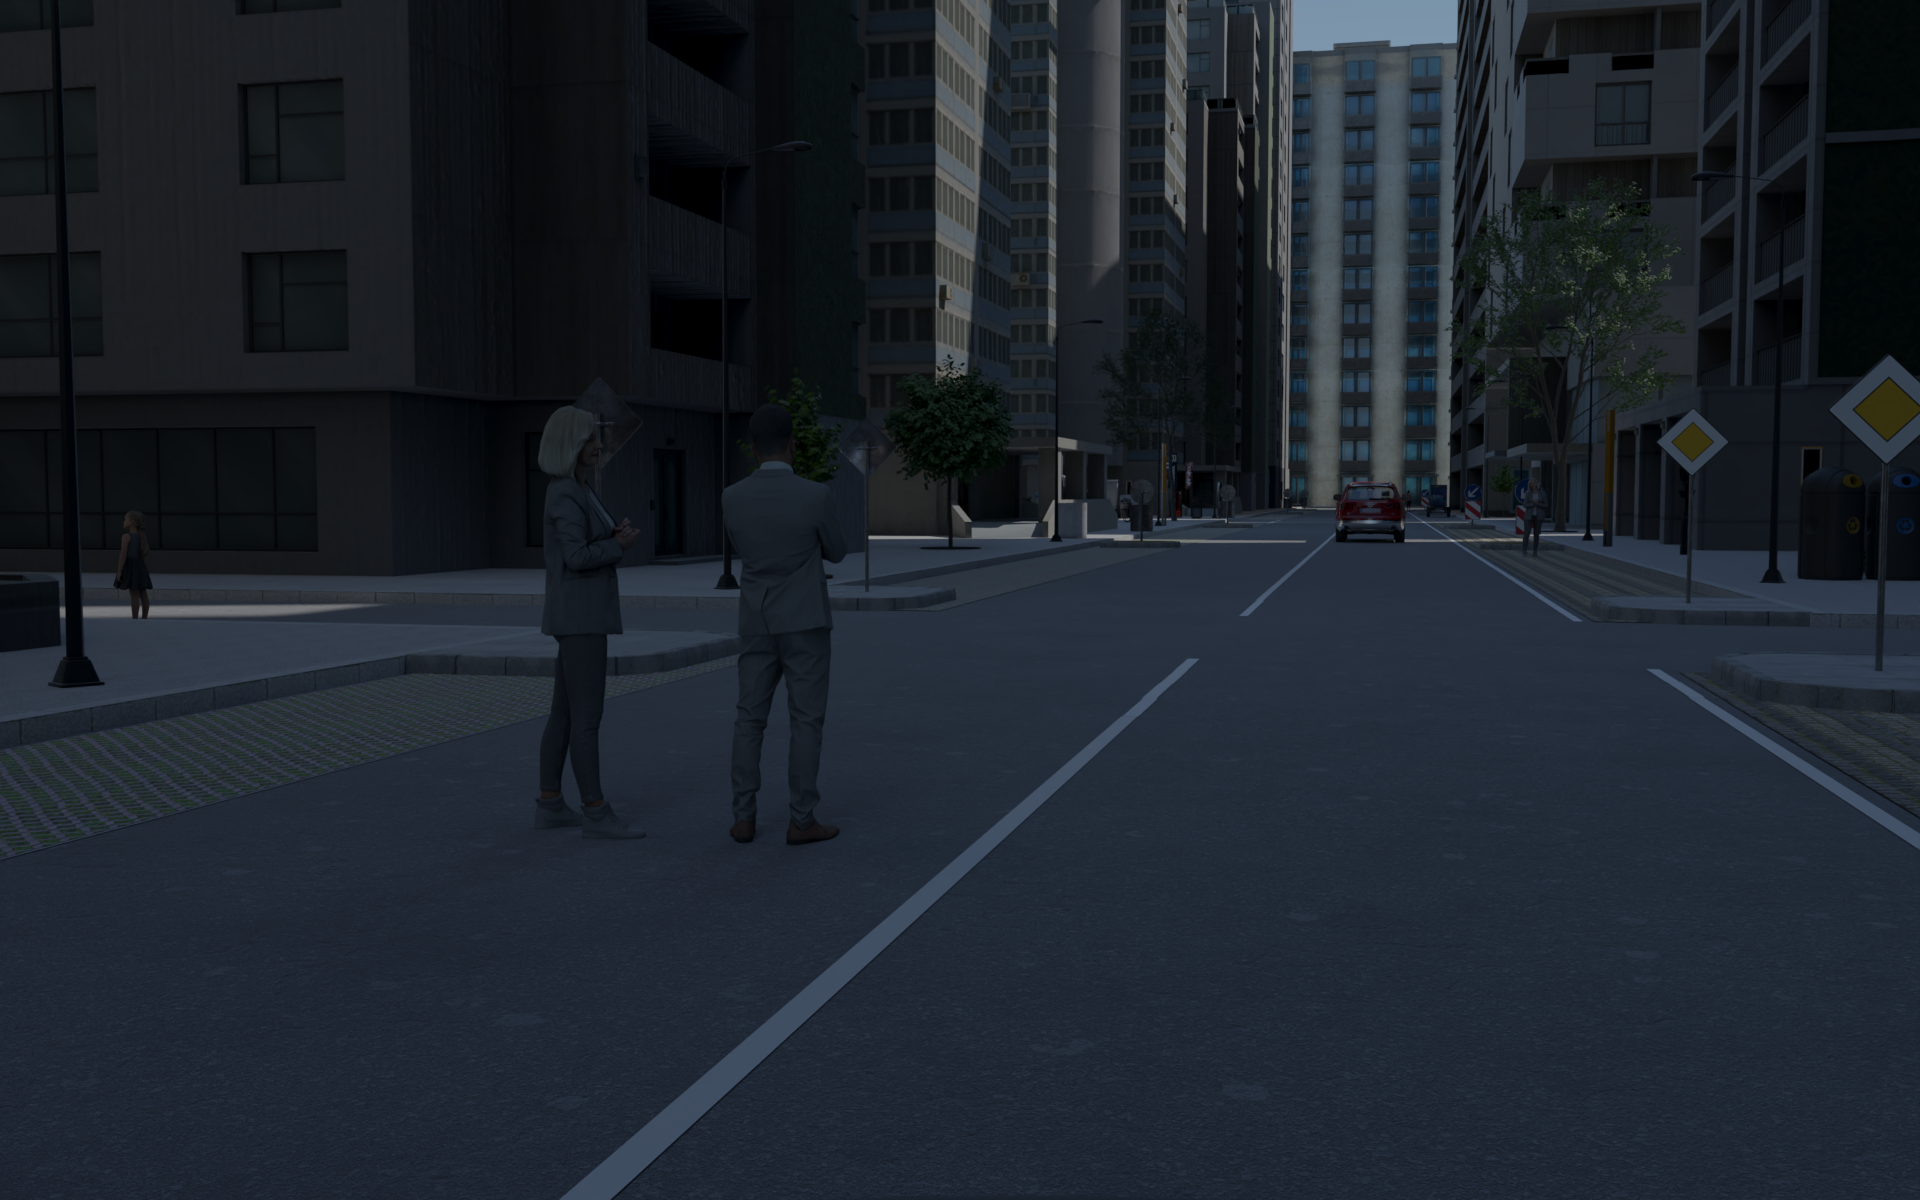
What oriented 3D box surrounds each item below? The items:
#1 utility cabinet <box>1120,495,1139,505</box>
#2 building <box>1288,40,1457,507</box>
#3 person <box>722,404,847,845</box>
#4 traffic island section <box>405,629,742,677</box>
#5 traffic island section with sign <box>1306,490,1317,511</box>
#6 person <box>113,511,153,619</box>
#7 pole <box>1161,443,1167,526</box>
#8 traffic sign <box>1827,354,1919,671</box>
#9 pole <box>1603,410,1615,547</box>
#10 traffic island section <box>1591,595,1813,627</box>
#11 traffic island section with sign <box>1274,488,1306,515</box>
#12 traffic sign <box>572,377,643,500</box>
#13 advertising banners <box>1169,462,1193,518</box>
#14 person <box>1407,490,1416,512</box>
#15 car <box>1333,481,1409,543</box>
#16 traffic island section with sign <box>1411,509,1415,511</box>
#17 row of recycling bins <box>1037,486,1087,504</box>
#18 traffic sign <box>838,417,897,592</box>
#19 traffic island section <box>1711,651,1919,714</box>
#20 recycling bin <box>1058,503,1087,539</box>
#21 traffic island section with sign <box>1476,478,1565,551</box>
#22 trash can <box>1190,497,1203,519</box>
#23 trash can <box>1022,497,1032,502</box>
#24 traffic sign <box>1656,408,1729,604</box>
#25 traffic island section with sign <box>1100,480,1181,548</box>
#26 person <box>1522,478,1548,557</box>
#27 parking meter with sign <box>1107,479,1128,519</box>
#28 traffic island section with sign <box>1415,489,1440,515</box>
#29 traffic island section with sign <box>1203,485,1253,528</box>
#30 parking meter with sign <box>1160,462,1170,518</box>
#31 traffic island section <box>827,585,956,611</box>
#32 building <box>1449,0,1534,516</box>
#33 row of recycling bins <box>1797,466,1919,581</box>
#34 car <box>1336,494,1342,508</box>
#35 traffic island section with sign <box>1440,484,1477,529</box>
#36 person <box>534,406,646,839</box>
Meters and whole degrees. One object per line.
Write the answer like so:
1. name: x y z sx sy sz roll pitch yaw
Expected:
1. utility cabinet: 9.428 -5.215 96.435 1.020 1.237 0.306 2 4 27
2. building: 42.823 -34.661 186.311 30.456 49.044 23.786 1 4 14
3. person: -0.726 0.089 7.229 0.511 1.800 0.466 0 4 3
4. traffic island section: -3.123 0.449 14.942 2.009 0.180 2.903 1 4 14
5. traffic island section with sign: 29.675 -8.570 148.747 1.989 1.847 2.006 1 4 14
6. person: -8.781 -0.317 18.359 0.373 1.253 0.362 1 4 17
7. pole: 8.229 -4.647 69.827 0.158 3.312 0.155 0 3 0
8. traffic sign: 6.660 -0.541 12.496 0.795 2.450 0.064 1 4 14
9. pole: 15.776 -2.951 42.093 0.158 3.312 0.155 0 3 0
10. traffic island section: 8.566 0.119 20.328 2.009 0.180 2.903 1 4 14
11. traffic island section with sign: 23.083 -6.909 121.590 1.989 1.847 2.006 1 4 14
12. traffic sign: -3.098 -0.687 14.874 0.795 2.450 0.064 1 4 14
13. advertising banners: 11.924 -6.019 94.595 0.090 3.025 2.074 -3 5 -43
14. person: 35.693 -7.843 137.517 0.721 1.735 1.217 -2 4 -31
15. car: 12.539 -2.704 52.890 2.281 1.827 5.304 1 4 14
16. traffic island section with sign: 38.987 -8.384 145.701 1.989 1.847 2.006 1 4 14
17. row of recycling bins: 5.465 -4.769 85.085 3.534 1.692 1.069 1 4 21
18. traffic sign: -1.216 -1.162 22.635 0.795 2.450 0.064 1 4 14
19. traffic island section: 6.684 0.594 12.568 2.009 0.180 2.903 1 4 14
20. recycling bin: 3.225 -2.316 50.423 0.722 1.027 0.722 2 4 34
21. traffic island section with sign: 14.499 -2.208 44.727 1.989 1.847 2.006 1 4 14
22. trash can: 12.333 -4.809 90.281 0.748 1.137 0.748 0 3 0
23. trash can: 3.026 -4.274 81.526 0.748 1.137 0.748 0 3 0
24. traffic sign: 8.542 -1.016 20.257 0.795 2.450 0.064 1 4 14
25. traffic island section with sign: 4.889 -2.319 46.537 1.989 1.847 2.006 1 4 14
26. person: 12.961 -1.856 39.022 0.537 1.800 0.526 1 4 21
27. parking meter with sign: 7.893 -5.751 90.288 1.738 3.016 0.543 1 4 19
28. traffic island section with sign: 32.573 -6.764 119.223 1.989 1.847 2.006 1 4 14
29. traffic island section with sign: 11.367 -3.955 73.289 1.989 1.847 2.006 1 4 14
30. parking meter with sign: 11.002 -5.934 93.276 0.543 3.016 1.738 1 4 19
31. traffic island section: -1.241 -0.026 22.703 2.009 0.180 2.903 1 4 14
32. building: 47.174 -30.662 125.018 21.300 48.544 21.600 1 4 14
33. row of recycling bins: 14.401 -1.140 25.756 3.534 1.692 1.069 1 4 13
34. car: 33.847 -8.703 151.335 2.155 1.783 4.494 1 4 14
35. traffic island section with sign: 20.849 -3.810 70.927 1.989 1.847 2.006 1 4 14
36. person: -1.564 0.079 7.394 0.526 1.800 0.537 0 4 3
